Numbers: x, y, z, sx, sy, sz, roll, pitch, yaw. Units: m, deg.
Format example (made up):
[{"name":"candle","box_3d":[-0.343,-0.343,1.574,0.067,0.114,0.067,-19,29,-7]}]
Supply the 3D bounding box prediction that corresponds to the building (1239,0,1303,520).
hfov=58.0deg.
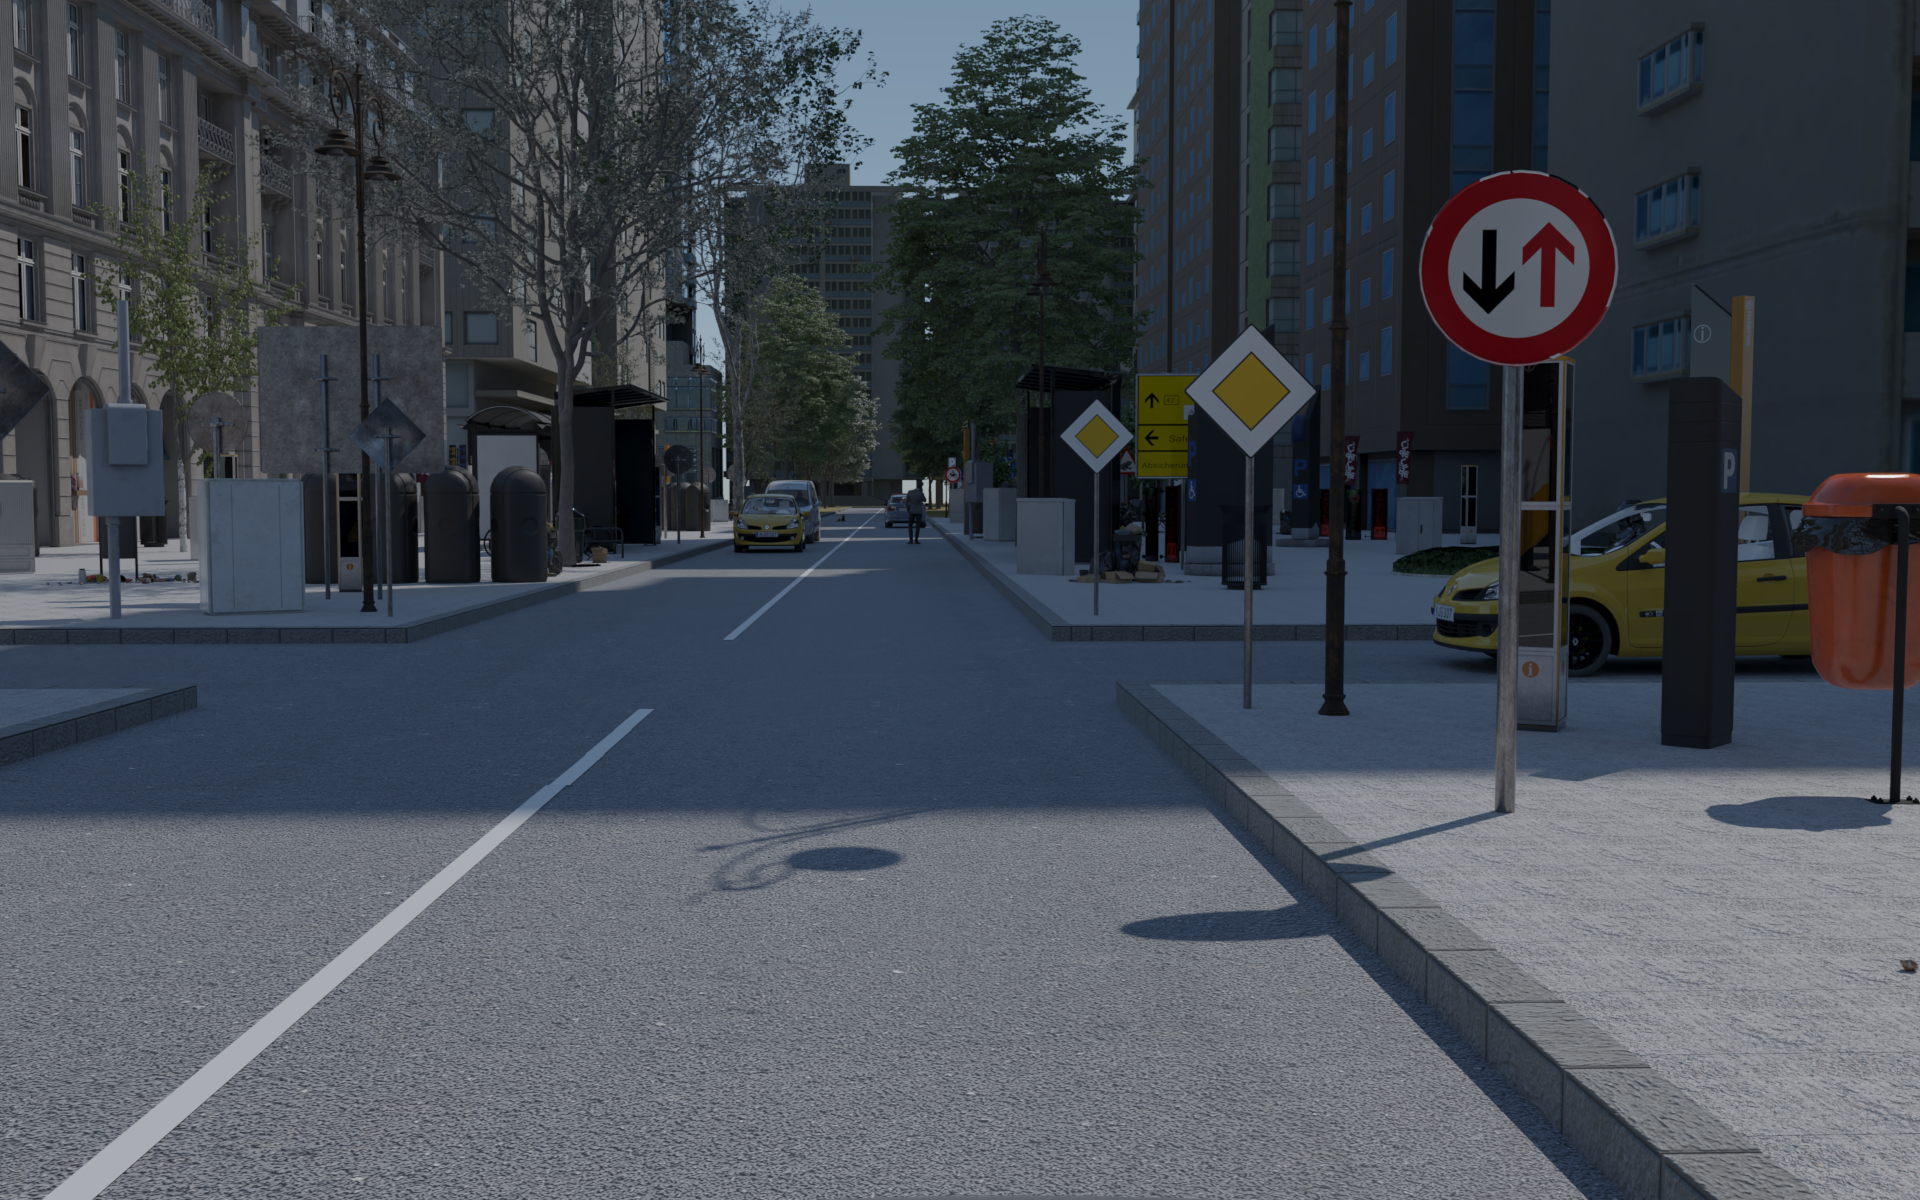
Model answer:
[{"name":"building","box_3d":[20.636,-24.466,83.610,14.154,41.232,14.086,0,4,-2]}]

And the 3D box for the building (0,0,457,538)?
[{"name":"building","box_3d":[-28.727,-13.735,66.359,13.314,21.916,24.055,0,4,-2]}]

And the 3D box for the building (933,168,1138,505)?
[{"name":"building","box_3d":[8.423,-31.550,207.726,23.993,40.220,32.217,0,4,-2]}]

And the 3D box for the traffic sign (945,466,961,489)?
[{"name":"traffic sign","box_3d":[-0.321,-4.856,79.503,0.768,2.556,0.104,0,4,7]}]

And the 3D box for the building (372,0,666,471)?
[{"name":"building","box_3d":[-38.602,-33.644,139.321,27.495,52.752,28.713,0,4,-2]}]

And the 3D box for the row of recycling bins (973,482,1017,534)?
[{"name":"row of recycling bins","box_3d":[1.694,-3.078,57.441,1.069,1.692,3.534,3,5,41]}]

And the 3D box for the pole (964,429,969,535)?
[{"name":"pole","box_3d":[0.207,-3.709,54.493,0.158,3.312,0.155,0,3,0]}]

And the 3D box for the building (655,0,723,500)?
[{"name":"building","box_3d":[-43.350,-54.142,197.894,31.000,86.520,22.319,0,4,-2]}]

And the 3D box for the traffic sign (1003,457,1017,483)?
[{"name":"traffic sign","box_3d":[1.630,-3.633,59.499,0.768,2.556,0.104,0,4,3]}]

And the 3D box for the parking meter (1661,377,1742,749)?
[{"name":"parking meter","box_3d":[3.793,-0.192,8.858,0.255,1.863,0.399,3,5,42]}]

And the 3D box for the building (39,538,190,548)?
[{"name":"building","box_3d":[-27.538,-12.268,42.376,13.314,21.916,24.055,0,4,-2]}]

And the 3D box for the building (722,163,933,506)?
[{"name":"building","box_3d":[-15.773,-31.461,206.262,23.993,40.220,32.217,0,4,-2]}]

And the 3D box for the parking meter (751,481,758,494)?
[{"name":"parking meter","box_3d":[-9.436,-4.522,79.642,0.255,1.863,0.399,-1,4,-17]}]

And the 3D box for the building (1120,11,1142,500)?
[{"name":"building","box_3d":[22.653,-50.546,139.097,22.319,86.520,31.000,0,4,-2]}]

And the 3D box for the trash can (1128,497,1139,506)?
[{"name":"trash can","box_3d":[9.305,-4.994,93.306,0.748,1.137,0.748,0,3,0]}]

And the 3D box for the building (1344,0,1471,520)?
[{"name":"building","box_3d":[20.738,-27.730,103.502,14.600,45.320,14.200,0,4,-2]}]

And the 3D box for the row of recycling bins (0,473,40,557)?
[{"name":"row of recycling bins","box_3d":[-19.126,-1.653,34.136,1.069,1.692,3.534,0,4,-7]}]

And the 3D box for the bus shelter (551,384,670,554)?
[{"name":"bus shelter","box_3d":[-7.971,-2.981,40.016,1.731,3.624,6.357,0,4,-2]}]

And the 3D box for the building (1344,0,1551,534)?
[{"name":"building","box_3d":[20.684,-25.154,61.372,14.600,45.320,14.200,0,4,-2]}]

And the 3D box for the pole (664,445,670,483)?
[{"name":"pole","box_3d":[-12.121,-4.765,71.746,0.158,3.312,0.155,0,3,0]}]

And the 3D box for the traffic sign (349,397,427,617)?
[{"name":"traffic sign","box_3d":[-5.952,-0.881,18.044,0.795,2.450,0.064,0,4,-2]}]

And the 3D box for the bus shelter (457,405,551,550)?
[{"name":"bus shelter","box_3d":[-10.512,-2.954,42.217,2.014,3.302,5.546,0,4,-2]}]

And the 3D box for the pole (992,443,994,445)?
[{"name":"pole","box_3d":[1.191,-4.360,65.135,0.158,3.312,0.155,0,3,0]}]

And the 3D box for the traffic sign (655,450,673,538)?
[{"name":"traffic sign","box_3d":[-8.518,-3.054,50.033,0.768,2.556,0.104,0,4,0]}]

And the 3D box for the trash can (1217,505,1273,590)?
[{"name":"trash can","box_3d":[3.831,-0.713,23.315,0.748,1.137,0.748,0,3,0]}]

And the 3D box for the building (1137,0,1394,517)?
[{"name":"building","box_3d":[19.957,-28.598,117.690,14.600,45.320,14.200,0,4,-2]}]

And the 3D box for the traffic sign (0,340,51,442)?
[{"name":"traffic sign","box_3d":[-5.674,-0.393,10.063,0.795,2.450,0.064,0,4,-2]}]

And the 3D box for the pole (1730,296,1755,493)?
[{"name":"pole","box_3d":[8.076,-1.474,17.950,0.158,3.312,0.155,0,3,0]}]

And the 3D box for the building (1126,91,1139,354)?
[{"name":"building","box_3d":[35.197,-37.714,205.854,27.495,52.752,28.713,0,4,-2]}]

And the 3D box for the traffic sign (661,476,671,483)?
[{"name":"traffic sign","box_3d":[-13.260,-4.726,77.377,0.768,2.556,0.104,0,4,5]}]

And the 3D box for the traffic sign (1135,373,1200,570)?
[{"name":"traffic sign","box_3d":[4.089,-2.160,29.184,2.265,3.308,0.079,0,4,3]}]

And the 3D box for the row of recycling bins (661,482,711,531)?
[{"name":"row of recycling bins","box_3d":[-9.803,-3.289,60.888,1.069,1.692,3.534,-2,4,-33]}]

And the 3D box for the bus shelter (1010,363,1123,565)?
[{"name":"bus shelter","box_3d":[2.039,-2.630,34.284,1.731,3.624,6.357,0,4,-2]}]

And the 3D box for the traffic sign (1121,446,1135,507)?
[{"name":"traffic sign","box_3d":[4.519,-2.877,47.041,0.884,2.594,0.081,0,4,6]}]

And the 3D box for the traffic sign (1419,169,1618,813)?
[{"name":"traffic sign","box_3d":[2.202,-0.417,6.920,0.768,2.556,0.104,0,4,5]}]

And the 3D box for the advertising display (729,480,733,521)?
[{"name":"advertising display","box_3d":[-10.857,-4.699,82.047,0.123,1.923,0.974,-1,4,-9]}]

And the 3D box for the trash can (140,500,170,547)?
[{"name":"trash can","box_3d":[-19.500,-1.848,41.876,0.748,1.137,0.748,0,3,0]}]

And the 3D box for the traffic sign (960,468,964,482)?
[{"name":"traffic sign","box_3d":[0.353,-4.939,80.851,0.768,2.556,0.104,0,4,8]}]

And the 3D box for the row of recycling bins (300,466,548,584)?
[{"name":"row of recycling bins","box_3d":[-7.782,-1.102,25.130,3.534,1.692,1.069,0,4,-6]}]

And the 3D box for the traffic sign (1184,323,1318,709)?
[{"name":"traffic sign","box_3d":[1.717,-0.407,10.300,0.795,2.450,0.064,0,4,-2]}]

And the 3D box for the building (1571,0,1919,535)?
[{"name":"building","box_3d":[26.033,-25.492,40.500,21.600,48.544,21.300,0,4,-2]}]

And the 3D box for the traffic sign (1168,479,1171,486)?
[{"name":"traffic sign","box_3d":[5.490,-2.766,45.332,0.768,2.556,0.104,0,3,0]}]

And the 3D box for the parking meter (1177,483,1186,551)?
[{"name":"parking meter","box_3d":[5.065,-1.876,39.086,0.372,1.533,0.369,0,3,0]}]

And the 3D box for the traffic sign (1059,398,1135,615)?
[{"name":"traffic sign","box_3d":[1.438,-0.895,18.280,0.795,2.450,0.064,0,4,-2]}]
